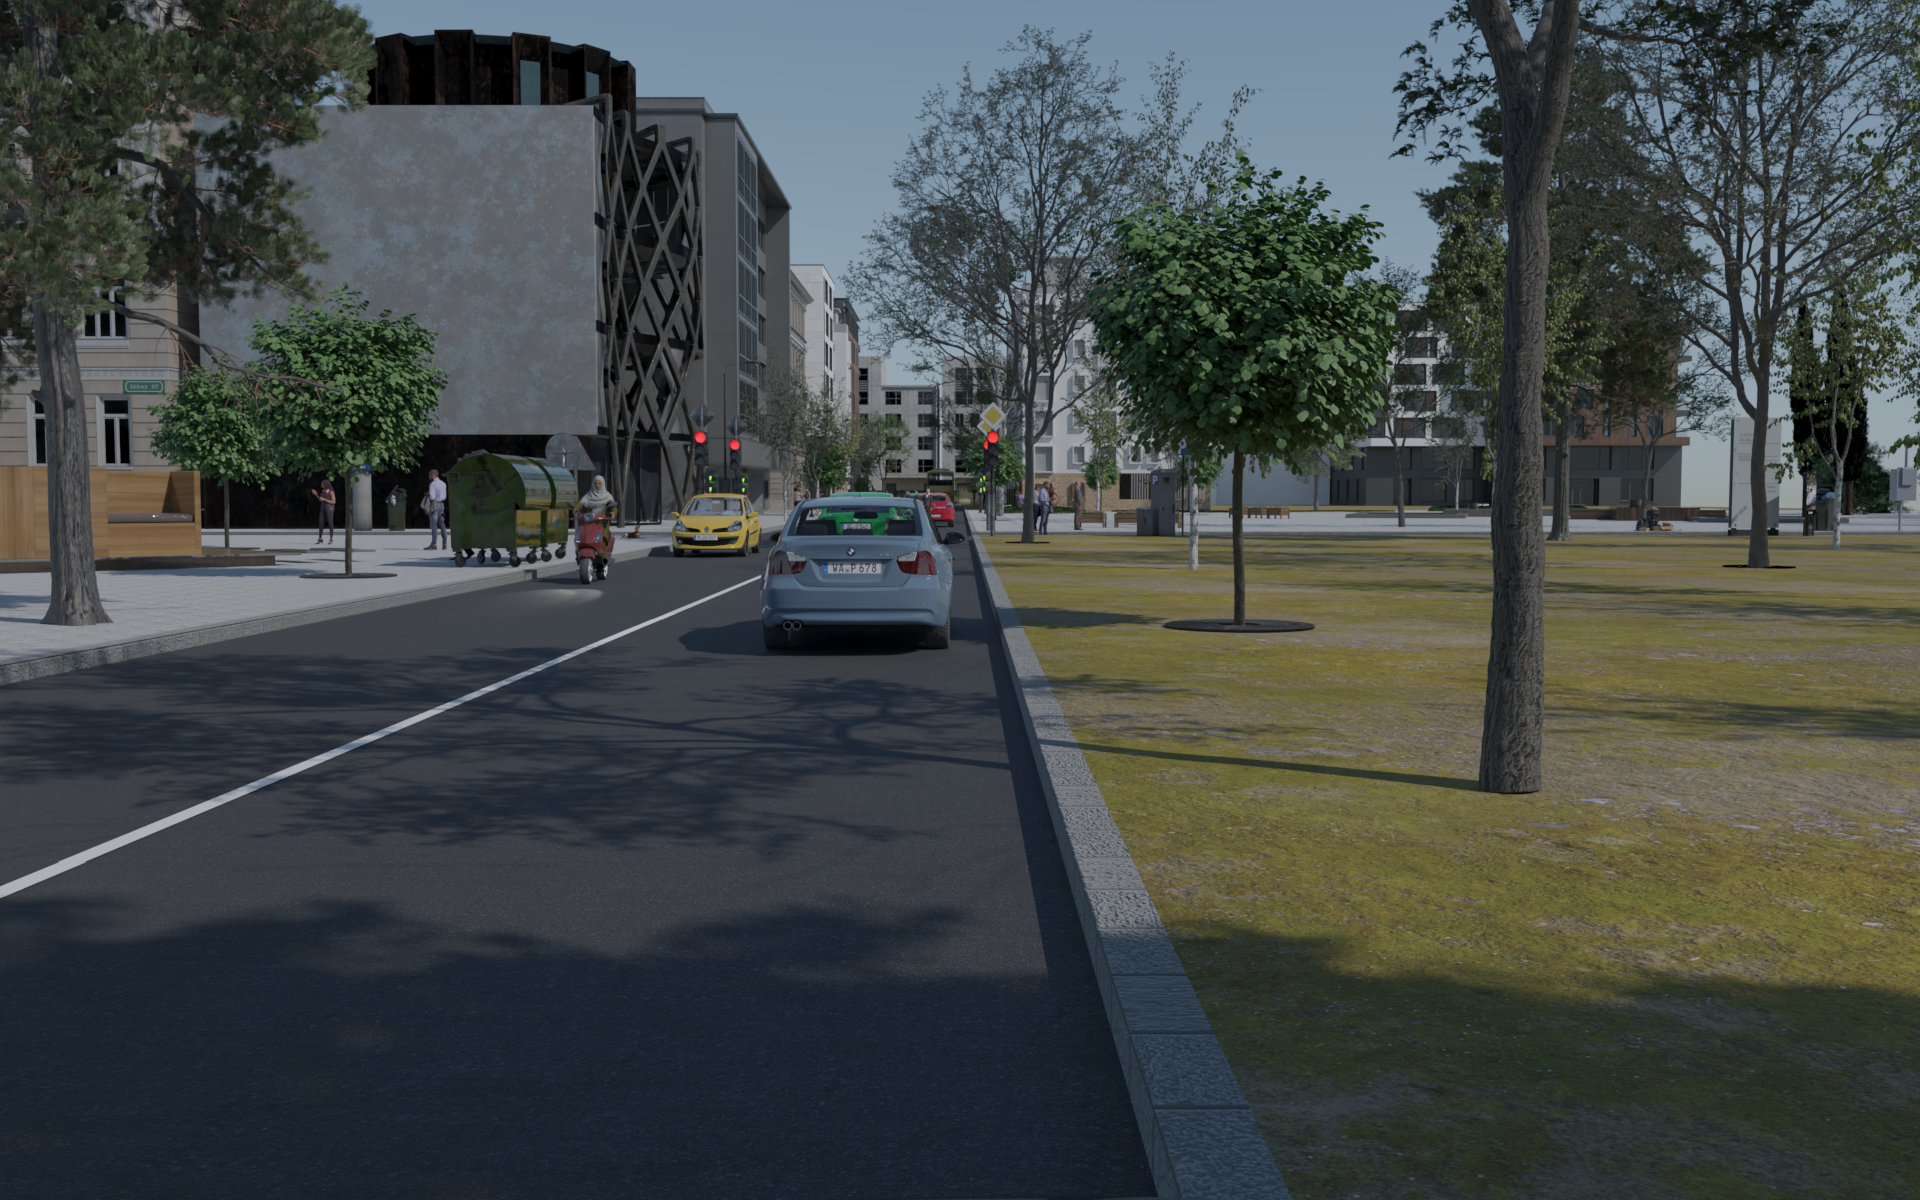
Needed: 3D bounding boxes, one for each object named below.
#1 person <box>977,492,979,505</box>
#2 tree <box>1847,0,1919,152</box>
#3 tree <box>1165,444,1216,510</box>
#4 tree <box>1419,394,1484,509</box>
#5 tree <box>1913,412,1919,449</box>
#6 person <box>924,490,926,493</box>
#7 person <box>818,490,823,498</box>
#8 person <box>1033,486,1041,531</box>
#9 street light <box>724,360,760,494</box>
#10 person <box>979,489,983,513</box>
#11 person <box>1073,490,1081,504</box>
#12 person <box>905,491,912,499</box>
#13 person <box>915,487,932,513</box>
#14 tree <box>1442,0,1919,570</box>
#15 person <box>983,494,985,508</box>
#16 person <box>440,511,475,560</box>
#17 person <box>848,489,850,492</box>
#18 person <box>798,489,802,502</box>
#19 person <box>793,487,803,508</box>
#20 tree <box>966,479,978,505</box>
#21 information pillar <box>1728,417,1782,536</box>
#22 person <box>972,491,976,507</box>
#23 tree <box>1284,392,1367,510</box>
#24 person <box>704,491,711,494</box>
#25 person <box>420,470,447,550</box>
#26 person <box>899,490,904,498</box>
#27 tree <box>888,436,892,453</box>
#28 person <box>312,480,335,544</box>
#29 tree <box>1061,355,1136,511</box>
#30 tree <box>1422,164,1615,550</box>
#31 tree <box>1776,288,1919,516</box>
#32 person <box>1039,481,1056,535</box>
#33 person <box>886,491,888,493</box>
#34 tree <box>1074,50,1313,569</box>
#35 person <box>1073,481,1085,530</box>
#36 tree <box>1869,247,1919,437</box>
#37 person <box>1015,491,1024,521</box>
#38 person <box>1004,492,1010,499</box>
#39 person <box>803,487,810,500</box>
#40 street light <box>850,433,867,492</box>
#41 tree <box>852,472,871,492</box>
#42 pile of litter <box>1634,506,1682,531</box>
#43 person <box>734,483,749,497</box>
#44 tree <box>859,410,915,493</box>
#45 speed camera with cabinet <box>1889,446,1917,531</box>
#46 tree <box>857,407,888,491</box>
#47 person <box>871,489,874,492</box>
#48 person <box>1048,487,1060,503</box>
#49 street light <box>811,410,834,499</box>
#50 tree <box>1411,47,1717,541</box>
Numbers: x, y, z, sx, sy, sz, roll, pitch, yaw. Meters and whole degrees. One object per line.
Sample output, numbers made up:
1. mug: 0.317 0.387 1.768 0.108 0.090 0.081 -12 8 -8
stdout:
1. person: 2.159 -11.545 195.480 0.621 1.740 0.551 0 4 0
2. tree: 12.353 -4.284 20.405 4.737 8.622 4.395 0 3 0
3. tree: 17.077 -12.469 129.626 9.928 11.665 9.643 0 3 0
4. tree: 33.888 -10.280 118.440 4.360 8.622 3.978 0 3 0
5. tree: 54.815 -7.642 87.854 11.467 7.101 20.602 0 4 0
6. person: -3.621 -10.716 183.663 0.705 1.831 1.348 -1 4 -13
7. person: -9.654 -6.924 119.787 0.750 1.759 0.617 1 4 22
8. person: 2.590 -3.163 59.963 0.590 1.554 0.614 -3 5 -40
9. street light: -7.638 -5.366 60.277 1.470 5.913 1.316 0 3 0
10. person: 1.514 -6.786 117.796 0.445 1.727 0.742 -3 4 -39
11. person: 5.336 -4.246 78.003 0.480 1.512 0.613 0 4 2
12. person: -2.082 -3.533 68.480 0.569 1.553 0.471 -1 4 -13
13. person: -1.520 -3.926 73.496 0.742 1.727 0.445 -1 4 -22
14. tree: 13.747 -7.301 29.736 12.009 13.543 11.850 0 3 0
15. person: 2.392 -9.692 165.031 1.217 1.766 0.721 2 4 35
16. person: -9.862 -1.533 33.807 0.600 1.496 0.574 0 4 7
17. person: -10.034 -9.191 156.985 0.551 1.740 0.621 -2 4 -25
18. person: -9.575 -5.789 102.753 0.516 1.574 0.319 3 5 44
19. person: -8.567 -5.149 91.692 0.566 1.644 0.517 -2 4 -27
20. tree: 1.759 -13.062 208.169 1.663 3.219 1.824 0 3 0
21. information pillar: 24.381 -3.781 53.128 1.656 3.620 0.184 -1 4 -11
22. person: 1.387 -10.325 176.322 0.415 1.643 0.593 -2 4 -25
23. tree: 27.023 -12.999 130.668 7.486 12.596 7.792 0 3 0
24. person: -12.347 -4.672 84.388 0.435 1.587 0.963 3 5 41
25. person: -12.097 -2.065 39.681 0.599 1.838 0.709 1 4 18
26. person: -5.460 -9.404 162.233 0.705 1.826 1.348 -1 4 -23
27. tree: -8.276 -12.447 153.871 4.360 8.622 3.978 0 3 0
28. person: -16.219 -2.240 44.140 0.593 1.643 0.415 -1 4 -10
29. tree: 7.146 -8.337 86.668 4.737 8.622 4.395 0 3 0
30. tree: 12.506 -5.456 39.576 4.737 8.622 4.395 0 3 0
31. tree: 57.142 -12.609 107.980 13.155 14.587 18.604 0 4 -8
32. person: 2.799 -2.837 54.746 0.599 1.838 0.709 1 4 22
33. person: -8.933 -12.445 210.439 0.541 1.710 0.530 -3 4 -39
34. tree: 3.959 -4.812 29.040 4.360 8.622 3.978 0 3 0
35. person: 4.225 -3.359 61.517 0.434 1.755 0.990 0 4 0
36. tree: 27.597 -5.976 48.075 4.360 8.622 3.978 0 3 0
37. person: 2.981 -4.524 83.235 0.697 1.427 0.421 1 4 14
38. person: 3.435 -8.410 143.633 1.350 1.814 0.705 0 4 0
39. person: -10.307 -6.641 115.148 0.750 1.759 0.617 0 4 -5
40. street light: -7.718 -9.707 131.251 1.470 5.913 1.316 0 3 0
41. tree: -8.520 -9.395 148.214 1.663 3.219 1.824 0 3 0
42. pile of litter: 24.211 -2.821 60.095 1.719 0.858 1.176 0 4 7
43. person: -8.583 -3.746 67.971 0.600 1.739 0.565 -2 4 -25
44. tree: -9.390 -17.588 213.312 9.928 11.665 9.643 0 3 0
45. speed camera with cabinet: 33.257 -4.001 59.759 2.038 3.252 0.660 0 4 4
46. tree: -9.028 -11.637 140.622 4.360 8.622 3.978 0 3 0
47. person: -8.349 -9.945 168.510 0.599 1.838 0.709 -1 4 -15
48. person: 7.242 -8.008 136.917 1.348 1.831 0.705 -1 4 -22
49. street light: -7.674 -7.537 95.764 1.470 5.913 1.316 0 3 0
50. tree: 16.308 -8.552 47.244 7.806 13.903 7.818 0 3 0
